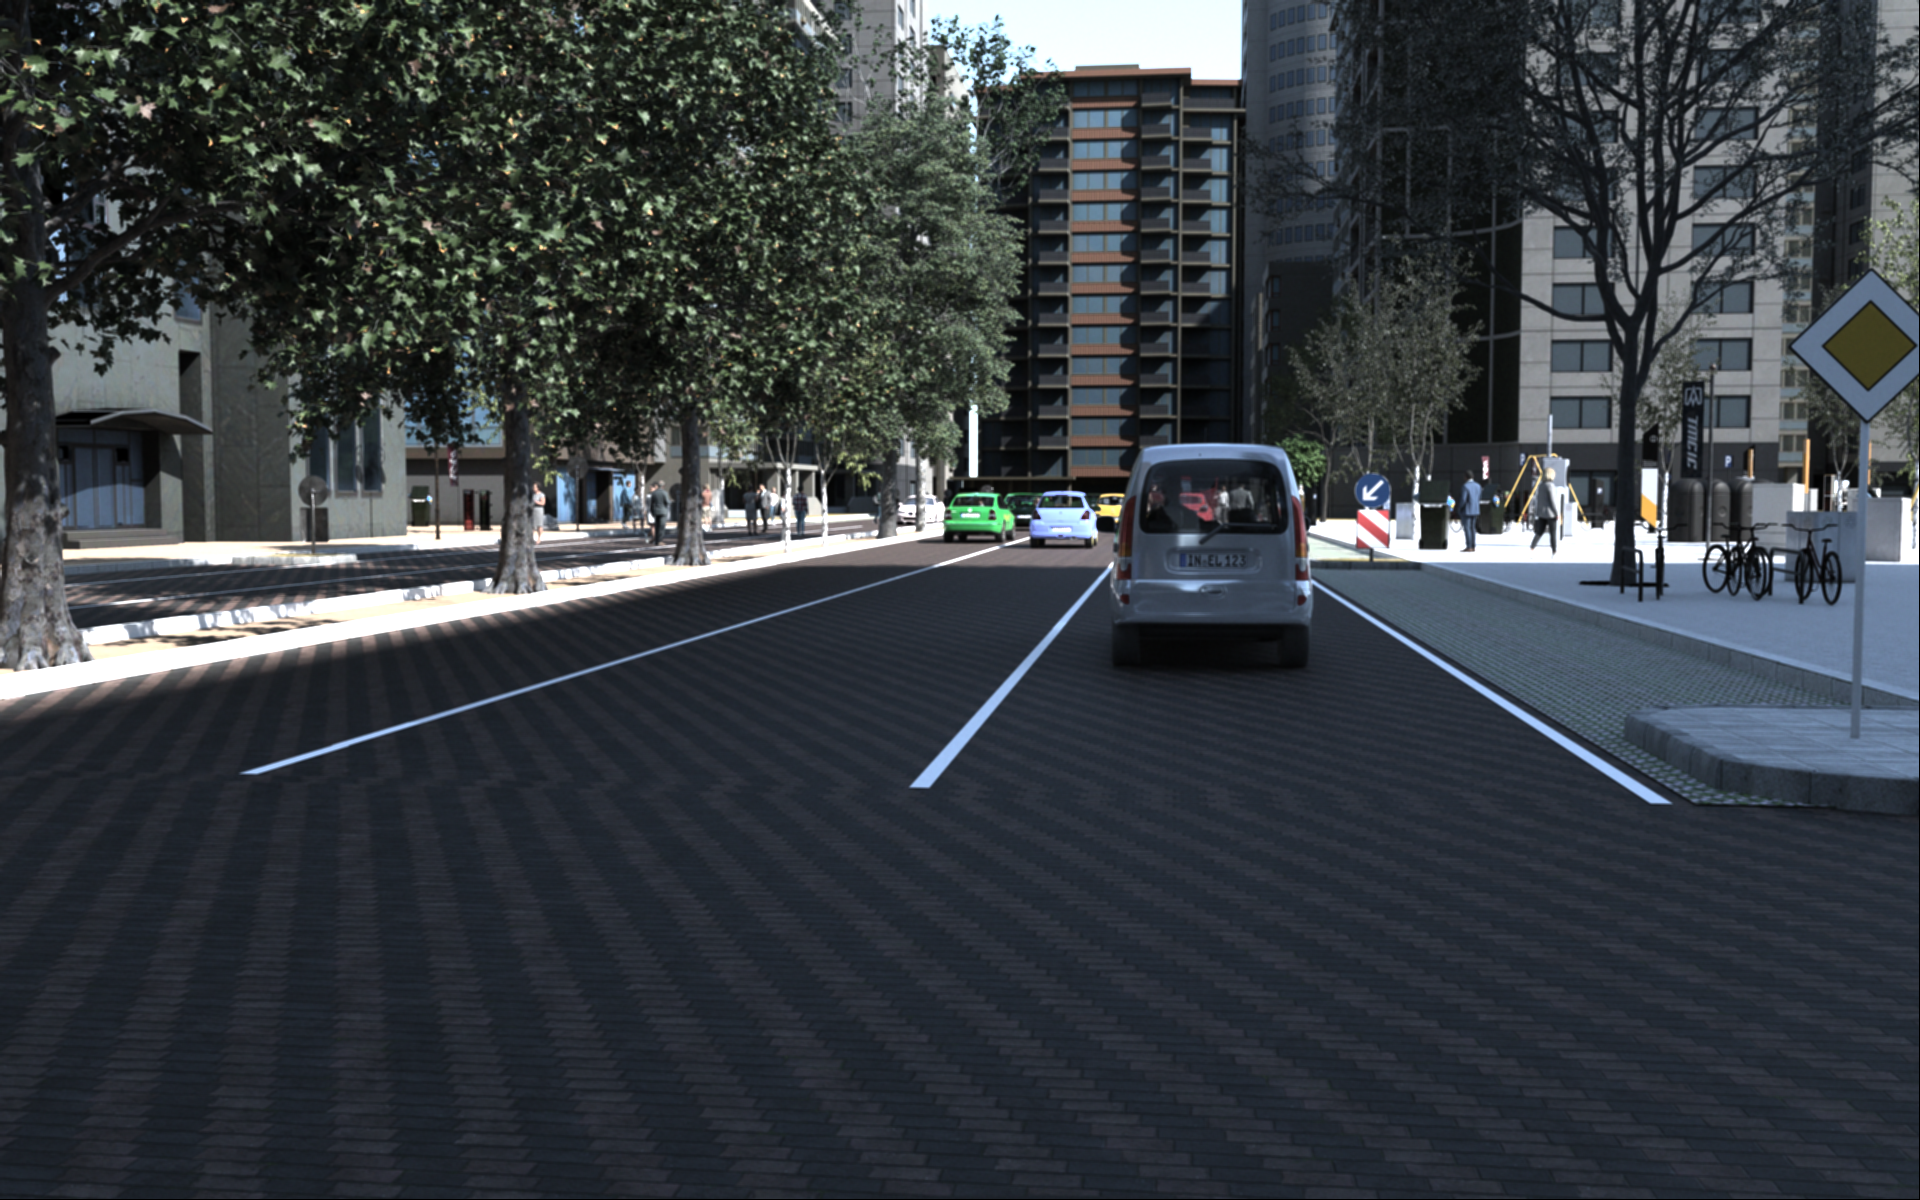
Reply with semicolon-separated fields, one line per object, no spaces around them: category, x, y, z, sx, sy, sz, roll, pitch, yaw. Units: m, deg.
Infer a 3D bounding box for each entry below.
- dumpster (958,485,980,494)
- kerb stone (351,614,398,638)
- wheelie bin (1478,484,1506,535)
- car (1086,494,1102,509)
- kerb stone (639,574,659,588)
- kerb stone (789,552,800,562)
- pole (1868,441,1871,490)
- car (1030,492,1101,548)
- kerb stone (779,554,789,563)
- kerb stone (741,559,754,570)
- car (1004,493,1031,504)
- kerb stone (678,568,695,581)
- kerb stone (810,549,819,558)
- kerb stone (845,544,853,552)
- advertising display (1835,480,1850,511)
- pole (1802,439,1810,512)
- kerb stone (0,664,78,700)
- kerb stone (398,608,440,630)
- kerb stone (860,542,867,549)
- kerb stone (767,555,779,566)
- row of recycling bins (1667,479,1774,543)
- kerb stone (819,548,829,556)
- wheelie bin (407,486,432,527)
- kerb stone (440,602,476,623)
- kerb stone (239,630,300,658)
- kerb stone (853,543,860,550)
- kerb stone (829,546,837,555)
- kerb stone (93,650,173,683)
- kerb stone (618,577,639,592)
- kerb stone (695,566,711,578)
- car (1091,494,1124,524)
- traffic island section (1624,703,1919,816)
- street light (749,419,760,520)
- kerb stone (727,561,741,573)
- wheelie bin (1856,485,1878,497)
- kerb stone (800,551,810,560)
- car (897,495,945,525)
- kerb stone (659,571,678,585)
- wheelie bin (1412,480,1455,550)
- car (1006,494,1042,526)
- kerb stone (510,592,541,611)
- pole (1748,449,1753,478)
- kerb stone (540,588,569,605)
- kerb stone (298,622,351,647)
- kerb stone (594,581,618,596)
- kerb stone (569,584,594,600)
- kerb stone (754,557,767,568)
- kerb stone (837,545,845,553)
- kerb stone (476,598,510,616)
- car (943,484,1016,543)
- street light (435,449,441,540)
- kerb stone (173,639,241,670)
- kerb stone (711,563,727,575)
dumpster;0.814;-9.196;155.300;1.985;2.255;1.502;0;4;7
kerb stone;-6.042;0.277;17.670;0.120;0.150;1.000;0;4;7
wheelie bin;16.790;-2.863;54.713;0.693;1.594;0.980;-2;4;-24
car;11.207;-8.269;143.994;1.959;1.807;4.718;0;4;7
kerb stone;-4.905;-0.277;26.833;0.120;0.150;1.000;0;4;7
kerb stone;-3.631;-0.907;37.023;0.120;0.150;1.000;0;4;7
pole;34.074;-4.357;65.082;0.158;3.312;0.155;0;3;0
car;2.845;-2.290;47.031;1.945;1.707;3.694;0;4;7
kerb stone;-3.771;-0.845;36.009;0.120;0.150;1.000;0;4;7
kerb stone;-4.147;-0.657;32.953;0.120;0.150;1.000;0;4;7
car;2.784;-4.164;76.884;1.959;1.807;4.718;0;4;7
kerb stone;-4.652;-0.401;28.867;0.120;0.150;1.000;0;4;7
kerb stone;-3.392;-1.032;39.071;0.120;0.150;1.000;0;4;7
kerb stone;-2.881;-1.281;43.141;0.120;0.150;1.000;0;4;7
advertising display;39.845;-4.479;78.446;0.974;1.923;0.123;-1;4;-18
pole;31.503;-4.324;64.542;0.158;3.312;0.155;0;3;0
kerb stone;-6.668;0.588;12.585;0.120;0.150;1.000;0;4;7
kerb stone;-5.913;0.215;18.689;0.120;0.150;1.000;0;4;7
kerb stone;-2.637;-1.406;45.185;0.120;0.150;1.000;0;4;7
kerb stone;-3.888;-0.781;34.988;0.120;0.150;1.000;0;4;7
row of recycling bins;20.521;-2.408;46.486;3.534;1.692;1.069;-2;4;-24
kerb stone;-3.258;-1.094;40.084;0.120;0.150;1.000;0;4;7
wheelie bin;-21.138;-3.666;67.842;0.980;1.594;0.693;0;4;-3
kerb stone;-5.794;0.152;19.711;0.120;0.150;1.000;0;4;7
kerb stone;-6.290;0.403;15.634;0.120;0.150;1.000;0;4;7
kerb stone;-2.761;-1.343;44.157;0.120;0.150;1.000;0;4;7
kerb stone;-3.137;-1.156;41.104;0.120;0.150;1.000;0;4;7
kerb stone;-6.543;0.526;13.599;0.120;0.150;1.000;0;4;7
kerb stone;-5.029;-0.218;25.819;0.120;0.150;1.000;0;4;7
kerb stone;-4.525;-0.470;29.881;0.120;0.150;1.000;0;4;7
car;6.477;-3.814;72.590;2.015;1.641;3.980;0;4;7
traffic island section;4.748;0.807;9.092;2.009;0.180;2.903;0;4;7
street light;-10.053;-6.879;85.256;0.468;5.910;1.993;0;4;7
kerb stone;-4.268;-0.595;31.931;0.120;0.150;1.000;0;4;7
wheelie bin;29.760;-2.989;56.772;0.693;1.594;0.980;2;4;29
kerb stone;-3.516;-0.967;38.039;0.120;0.150;1.000;0;4;7
car;-1.820;-4.241;81.697;2.083;1.381;4.827;0;4;7
kerb stone;-4.770;-0.341;27.848;0.120;0.150;1.000;0;4;7
wheelie bin;10.956;-1.966;40.050;0.980;1.594;0.693;2;4;25
car;2.712;-3.630;69.135;2.009;1.686;4.222;0;4;6
kerb stone;-5.530;0.035;21.756;0.120;0.150;1.000;0;4;7
pole;35.951;-5.199;78.846;0.158;3.312;0.155;0;3;0
kerb stone;-5.404;-0.035;22.770;0.120;0.150;1.000;0;4;7
kerb stone;-6.173;0.339;16.656;0.120;0.150;1.000;0;4;7
kerb stone;-5.148;-0.158;24.801;0.120;0.150;1.000;0;4;7
kerb stone;-5.286;-0.097;23.788;0.120;0.150;1.000;0;4;7
kerb stone;-4.014;-0.720;33.974;0.120;0.150;1.000;0;4;7
kerb stone;-3.009;-1.219;42.127;0.120;0.150;1.000;0;4;7
kerb stone;-5.665;0.090;20.726;0.120;0.150;1.000;0;4;7
car;0.616;-2.659;52.267;1.959;1.807;4.718;1;4;8
street light;-14.655;-4.627;48.444;0.468;5.910;1.993;0;4;7
kerb stone;-6.418;0.468;14.620;0.120;0.150;1.000;0;4;7
kerb stone;-4.396;-0.533;30.911;0.120;0.150;1.000;0;4;7
